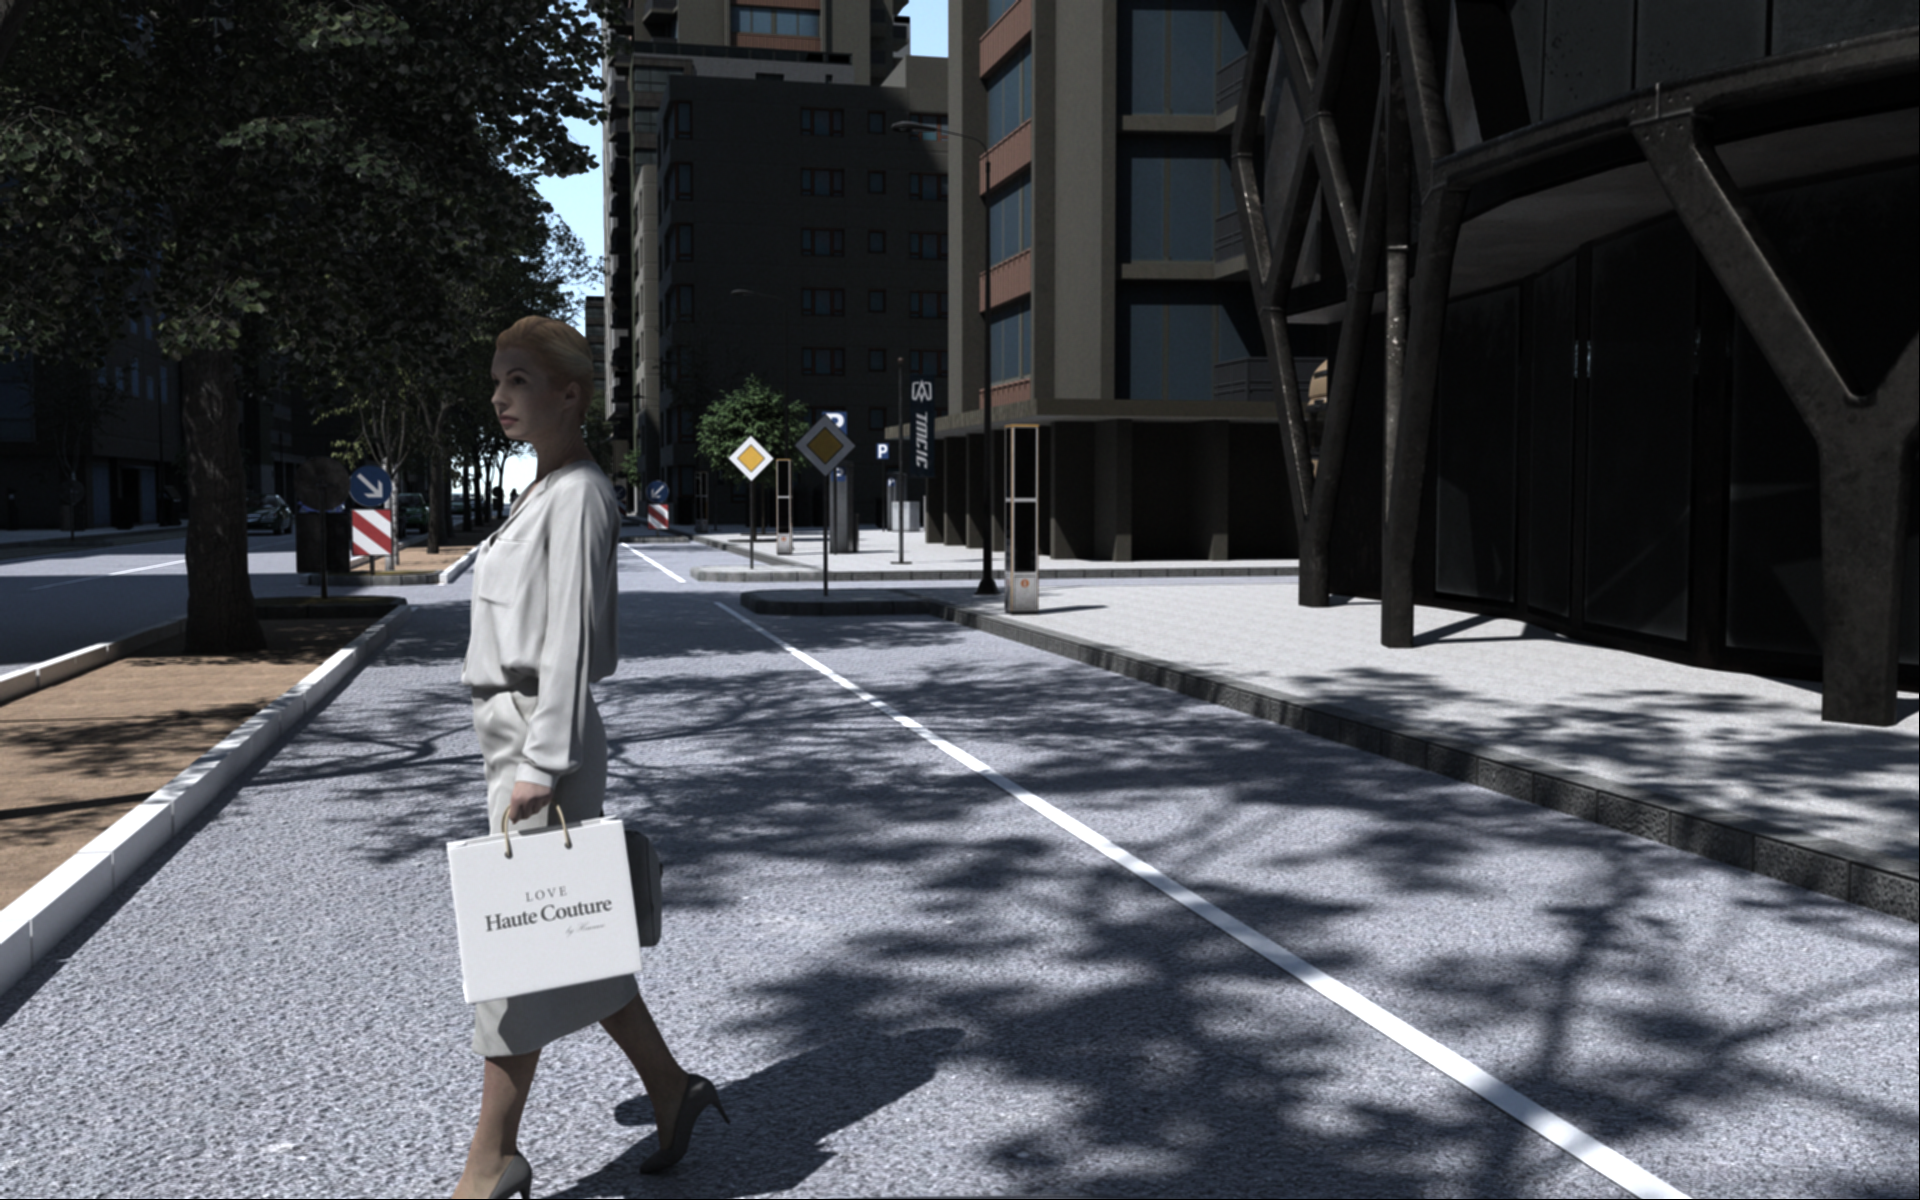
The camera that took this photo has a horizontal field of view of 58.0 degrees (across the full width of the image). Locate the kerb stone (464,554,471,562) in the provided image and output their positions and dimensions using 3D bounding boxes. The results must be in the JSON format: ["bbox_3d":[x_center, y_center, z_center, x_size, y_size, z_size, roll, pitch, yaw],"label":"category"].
[{"bbox_3d":[-10.047,-0.787,35.125,0.120,0.150,1.000,-1,4,-13],"label":"kerb stone"}]

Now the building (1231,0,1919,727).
[{"bbox_3d":[11.670,-9.017,14.874,16.820,18.784,16.811,-1,4,-13],"label":"building"}]

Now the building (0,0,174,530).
[{"bbox_3d":[-39.675,-25.473,66.598,14.600,45.320,14.200,-1,4,-13],"label":"building"}]

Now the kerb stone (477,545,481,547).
[{"bbox_3d":[-11.485,-1.156,41.092,0.120,0.150,1.000,-1,4,-13],"label":"kerb stone"}]

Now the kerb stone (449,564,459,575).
[{"bbox_3d":[-8.852,-0.486,30.139,0.120,0.150,1.000,-1,4,-13],"label":"kerb stone"}]

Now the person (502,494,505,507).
[{"bbox_3d":[-52.529,-11.573,198.534,0.721,1.723,1.217,2,4,26],"label":"person"}]

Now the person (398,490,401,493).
[{"bbox_3d":[-41.877,-7.361,129.644,1.217,1.735,0.721,3,4,36],"label":"person"}]

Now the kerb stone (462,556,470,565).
[{"bbox_3d":[-9.796,-0.724,34.121,0.120,0.150,1.000,-1,4,-13],"label":"kerb stone"}]

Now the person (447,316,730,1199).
[{"bbox_3d":[-0.772,0.331,3.443,0.624,1.780,0.694,-1,4,-10],"label":"person"}]

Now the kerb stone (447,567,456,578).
[{"bbox_3d":[-8.614,-0.425,29.143,0.120,0.150,1.000,-1,4,-13],"label":"kerb stone"}]

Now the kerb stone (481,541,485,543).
[{"bbox_3d":[-12.195,-1.339,44.092,0.120,0.150,1.000,-1,4,-13],"label":"kerb stone"}]

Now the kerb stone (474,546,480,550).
[{"bbox_3d":[-11.244,-1.095,40.098,0.120,0.150,1.000,-1,4,-13],"label":"kerb stone"}]

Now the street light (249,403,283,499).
[{"bbox_3d":[-35.740,-7.103,88.675,1.470,5.913,1.316,-1,4,-13],"label":"street light"}]

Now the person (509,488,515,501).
[{"bbox_3d":[-31.087,-6.870,120.765,0.705,1.831,1.348,-3,4,-37],"label":"person"}]

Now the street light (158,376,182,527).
[{"bbox_3d":[-30.691,-5.826,67.800,1.470,5.913,1.316,-1,4,-13],"label":"street light"}]

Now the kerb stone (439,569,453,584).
[{"bbox_3d":[-8.372,-0.361,28.150,0.120,0.150,1.000,-1,4,-13],"label":"kerb stone"}]

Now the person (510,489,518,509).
[{"bbox_3d":[-26.701,-5.787,103.779,0.621,1.740,0.551,1,4,20],"label":"person"}]

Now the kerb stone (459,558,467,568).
[{"bbox_3d":[-9.564,-0.668,33.124,0.120,0.150,1.000,-1,4,-13],"label":"kerb stone"}]

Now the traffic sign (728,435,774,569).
[{"bbox_3d":[-3.560,-1.584,29.536,0.795,2.450,0.064,-1,4,-13],"label":"traffic sign"}]

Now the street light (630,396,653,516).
[{"bbox_3d":[-14.711,-6.686,81.862,1.470,5.913,1.316,-1,4,-13],"label":"street light"}]

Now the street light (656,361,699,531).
[{"bbox_3d":[-9.704,-5.381,60.526,1.470,5.913,1.316,-1,4,-13],"label":"street light"}]

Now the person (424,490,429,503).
[{"bbox_3d":[-39.105,-7.181,126.699,0.721,1.735,1.217,-2,4,-26],"label":"person"}]

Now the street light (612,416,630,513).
[{"bbox_3d":[-19.671,-7.964,102.759,1.470,5.913,1.316,-1,4,-13],"label":"street light"}]

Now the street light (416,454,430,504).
[{"bbox_3d":[-63.045,-14.062,202.459,1.470,5.913,1.316,-1,4,-13],"label":"street light"}]

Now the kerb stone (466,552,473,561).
[{"bbox_3d":[-10.289,-0.852,36.118,0.120,0.150,1.000,-1,4,-13],"label":"kerb stone"}]

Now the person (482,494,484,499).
[{"bbox_3d":[-51.335,-10.678,186.352,0.557,1.426,1.065,0,4,-4],"label":"person"}]

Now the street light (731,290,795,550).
[{"bbox_3d":[-4.515,-4.107,39.684,1.470,5.913,1.316,-1,4,-13],"label":"street light"}]

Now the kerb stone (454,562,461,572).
[{"bbox_3d":[-9.096,-0.547,31.132,0.120,0.150,1.000,-1,4,-13],"label":"kerb stone"}]

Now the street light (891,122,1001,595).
[{"bbox_3d":[-0.175,-3.019,21.899,1.470,5.913,1.316,-1,4,-13],"label":"street light"}]

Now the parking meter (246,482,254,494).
[{"bbox_3d":[-35.090,-4.886,85.599,0.255,1.863,0.399,0,4,4],"label":"parking meter"}]

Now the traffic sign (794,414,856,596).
[{"bbox_3d":[-1.695,-1.109,21.771,0.795,2.450,0.064,-1,4,-13],"label":"traffic sign"}]

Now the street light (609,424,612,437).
[{"bbox_3d":[-22.470,-8.686,114.555,1.470,5.913,1.316,-1,4,-13],"label":"street light"}]

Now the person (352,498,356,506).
[{"bbox_3d":[-22.779,-3.490,65.426,0.748,1.841,0.638,-3,5,-44],"label":"person"}]

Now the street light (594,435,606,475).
[{"bbox_3d":[-27.580,-9.962,135.415,1.470,5.913,1.316,-1,4,-13],"label":"street light"}]

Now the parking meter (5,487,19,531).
[{"bbox_3d":[-33.346,-3.211,60.914,0.372,1.533,0.369,0,3,0],"label":"parking meter"}]

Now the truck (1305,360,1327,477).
[{"bbox_3d":[10.691,-2.444,28.879,11.283,4.237,2.839,-1,4,-13],"label":"truck"}]

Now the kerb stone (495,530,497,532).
[{"bbox_3d":[-16.757,-2.498,63.039,0.120,0.150,1.000,-1,4,-13],"label":"kerb stone"}]

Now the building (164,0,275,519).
[{"bbox_3d":[-44.098,-19.413,89.109,14.160,30.474,14.107,-1,4,-13],"label":"building"}]

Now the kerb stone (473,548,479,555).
[{"bbox_3d":[-10.998,-1.034,39.106,0.120,0.150,1.000,-1,4,-13],"label":"kerb stone"}]

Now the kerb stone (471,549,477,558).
[{"bbox_3d":[-10.765,-0.973,38.111,0.120,0.150,1.000,-1,4,-13],"label":"kerb stone"}]

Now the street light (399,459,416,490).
[{"bbox_3d":[-57.994,-12.746,180.936,1.470,5.913,1.316,-1,4,-13],"label":"street light"}]

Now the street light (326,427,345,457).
[{"bbox_3d":[-43.489,-9.057,120.628,1.470,5.913,1.316,-1,4,-13],"label":"street light"}]

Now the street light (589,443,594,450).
[{"bbox_3d":[-32.537,-11.240,156.312,1.470,5.913,1.316,-1,4,-13],"label":"street light"}]

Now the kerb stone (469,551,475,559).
[{"bbox_3d":[-10.527,-0.912,37.114,0.120,0.150,1.000,-1,4,-13],"label":"kerb stone"}]

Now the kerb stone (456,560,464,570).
[{"bbox_3d":[-9.328,-0.605,32.130,0.120,0.150,1.000,-1,4,-13],"label":"kerb stone"}]

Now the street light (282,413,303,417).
[{"bbox_3d":[-38.495,-7.780,99.740,1.470,5.913,1.316,-1,4,-13],"label":"street light"}]

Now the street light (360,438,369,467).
[{"bbox_3d":[-48.571,-10.365,142.009,1.470,5.913,1.316,-1,4,-13],"label":"street light"}]
